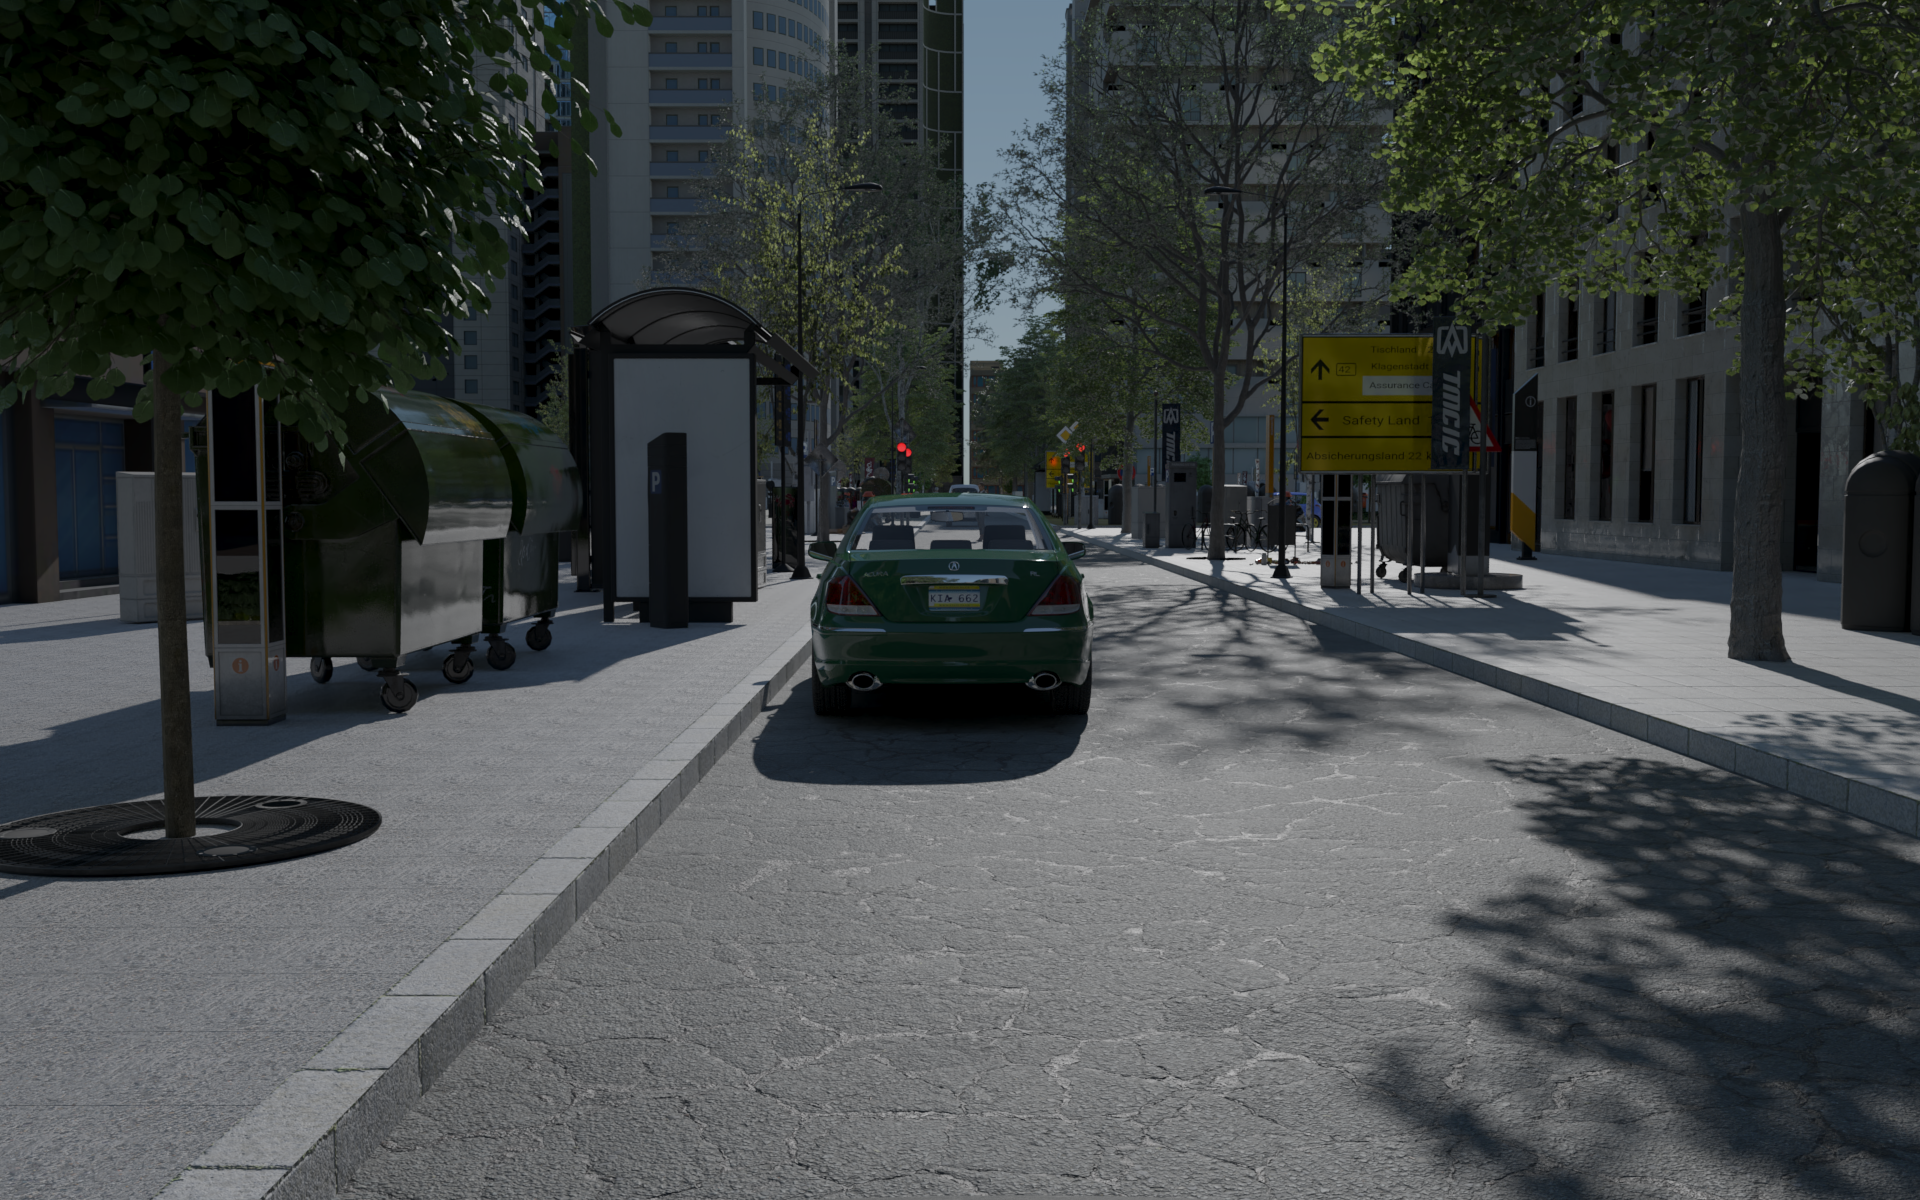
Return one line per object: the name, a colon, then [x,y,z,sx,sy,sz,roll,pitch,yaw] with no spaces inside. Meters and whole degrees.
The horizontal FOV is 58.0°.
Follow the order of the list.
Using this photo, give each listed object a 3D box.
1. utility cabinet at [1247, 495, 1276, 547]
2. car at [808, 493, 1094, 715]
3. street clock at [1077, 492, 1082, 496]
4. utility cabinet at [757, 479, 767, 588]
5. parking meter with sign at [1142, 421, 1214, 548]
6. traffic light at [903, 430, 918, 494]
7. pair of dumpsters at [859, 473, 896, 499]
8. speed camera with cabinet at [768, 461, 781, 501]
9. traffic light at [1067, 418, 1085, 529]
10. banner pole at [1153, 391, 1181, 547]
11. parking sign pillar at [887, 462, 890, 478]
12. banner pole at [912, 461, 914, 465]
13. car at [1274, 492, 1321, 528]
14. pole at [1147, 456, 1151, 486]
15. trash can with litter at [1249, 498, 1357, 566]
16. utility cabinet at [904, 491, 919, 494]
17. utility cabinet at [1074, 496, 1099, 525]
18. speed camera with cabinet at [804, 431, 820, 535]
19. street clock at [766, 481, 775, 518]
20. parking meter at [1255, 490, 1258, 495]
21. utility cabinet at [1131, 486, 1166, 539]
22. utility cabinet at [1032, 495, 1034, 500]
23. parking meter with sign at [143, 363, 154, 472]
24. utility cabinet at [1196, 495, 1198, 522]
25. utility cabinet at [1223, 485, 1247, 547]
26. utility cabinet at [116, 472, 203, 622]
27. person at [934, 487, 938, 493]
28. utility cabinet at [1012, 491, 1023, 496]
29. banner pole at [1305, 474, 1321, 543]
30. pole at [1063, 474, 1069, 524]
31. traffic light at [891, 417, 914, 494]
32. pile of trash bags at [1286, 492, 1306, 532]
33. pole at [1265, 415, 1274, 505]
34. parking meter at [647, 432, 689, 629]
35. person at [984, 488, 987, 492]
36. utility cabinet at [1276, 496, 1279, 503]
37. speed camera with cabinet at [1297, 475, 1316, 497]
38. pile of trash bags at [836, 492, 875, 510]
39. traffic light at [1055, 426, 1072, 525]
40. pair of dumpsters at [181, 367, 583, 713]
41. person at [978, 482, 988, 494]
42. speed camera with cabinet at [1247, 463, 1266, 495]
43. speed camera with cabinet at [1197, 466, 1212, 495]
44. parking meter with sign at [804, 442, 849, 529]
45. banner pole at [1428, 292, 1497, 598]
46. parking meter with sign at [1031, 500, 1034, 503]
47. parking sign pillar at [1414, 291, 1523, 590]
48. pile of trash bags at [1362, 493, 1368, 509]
utility cabinet: [7.312,-1.906,42.324,0.306,1.237,1.020,-1,4,-12]
car: [-0.085,-0.054,12.679,2.131,1.459,4.920,0,4,-1]
street clock: [5.684,-4.738,82.038,0.358,2.002,0.471,0,4,0]
utility cabinet: [-2.843,-0.894,23.293,0.318,1.500,1.173,0,4,4]
parking meter with sign: [5.230,-2.743,41.116,1.738,3.016,0.543,0,4,-6]
traffic light: [-2.135,-5.038,71.295,0.839,4.253,0.868,0,4,0]
pair of dumpsters: [-3.696,-4.584,77.435,1.574,2.255,4.437,0,4,0]
speed camera with cabinet: [-10.800,-6.698,103.854,0.660,3.252,2.038,-2,4,-32]
traffic light: [4.359,-4.552,63.352,0.839,4.253,0.868,0,4,0]
banner pole: [4.969,-3.185,42.093,0.863,3.779,0.401,2,4,23]
parking sign pillar: [-5.990,-9.090,137.093,1.447,3.967,1.447,0,4,-7]
banner pole: [-3.488,-8.466,128.432,0.401,3.779,0.863,1,4,17]
car: [12.592,-3.629,68.926,3.694,1.707,1.945,0,3,0]
pole: [10.143,-6.066,93.029,0.158,3.312,0.155,0,3,0]
trash can with litter: [6.292,-1.260,31.657,2.233,1.210,1.678,0,4,-1]
utility cabinet: [-3.530,-7.063,124.161,1.173,1.500,0.318,0,4,1]
utility cabinet: [5.291,-3.756,72.578,1.020,1.237,0.306,2,4,35]
speed camera with cabinet: [-4.851,-3.718,55.121,0.660,3.252,2.038,0,4,5]
street clock: [-10.125,-5.380,92.533,0.358,2.002,0.471,3,4,37]
parking meter: [19.314,-6.369,112.552,0.372,1.533,0.369,0,3,0]
utility cabinet: [5.382,-2.475,49.138,1.173,1.500,0.318,-3,4,-37]
utility cabinet: [6.512,-8.147,144.365,1.020,1.237,0.306,-2,4,-31]
parking meter with sign: [-8.078,-1.410,19.314,1.738,3.016,0.543,-1,4,-13]
utility cabinet: [10.588,-4.135,78.769,0.306,1.237,1.020,-1,4,-10]
utility cabinet: [6.598,-2.039,42.015,0.318,1.500,1.173,2,4,33]
utility cabinet: [-7.892,-0.543,17.556,0.318,1.500,1.173,2,4,32]
person: [-1.110,-4.715,86.081,0.782,1.767,0.515,-1,4,-9]
utility cabinet: [4.780,-8.296,144.316,0.318,1.500,1.173,2,4,34]
banner pole: [9.468,-3.381,45.293,0.863,3.779,0.401,0,4,-4]
pole: [4.507,-4.876,73.562,0.158,3.312,0.155,0,3,0]
traffic light: [-2.102,-4.550,63.310,0.839,4.253,0.868,0,4,0]
pile of trash bags: [11.275,-3.114,60.660,1.912,1.369,3.447,1,4,15]
pole: [7.990,-3.110,44.695,0.158,3.312,0.155,0,3,0]
parking meter: [-2.805,-0.667,16.620,0.255,1.863,0.399,-3,4,-37]
person: [1.732,-6.307,111.811,0.583,1.804,0.606,0,4,7]
utility cabinet: [9.620,-2.619,53.979,0.306,1.237,1.020,3,5,42]
speed camera with cabinet: [25.925,-8.291,129.886,0.660,3.252,2.038,-1,4,-23]
pile of trash bags: [-5.227,-5.398,98.010,3.447,1.369,1.912,2,4,31]
traffic light: [4.326,-5.041,71.337,0.839,4.253,0.868,0,4,0]
pair of dumpsters: [-3.834,-0.585,12.060,1.574,2.255,4.437,0,4,0]
person: [0.579,-2.684,52.664,0.520,1.790,0.573,3,4,37]
speed camera with cabinet: [18.955,-7.157,111.355,2.038,3.252,0.660,3,4,38]
speed camera with cabinet: [17.256,-7.932,124.021,2.038,3.252,0.660,3,4,37]
parking meter with sign: [-4.489,-3.735,57.330,1.738,3.016,0.543,2,4,26]
banner pole: [6.246,-1.923,21.466,0.863,3.779,0.401,1,4,9]
parking meter with sign: [5.287,-7.276,115.230,0.543,3.016,1.738,-3,5,-44]
parking sign pillar: [6.993,-2.157,23.738,1.447,3.967,1.447,1,4,10]
pile of trash bags: [22.597,-5.722,103.302,3.447,1.369,1.912,0,4,5]
